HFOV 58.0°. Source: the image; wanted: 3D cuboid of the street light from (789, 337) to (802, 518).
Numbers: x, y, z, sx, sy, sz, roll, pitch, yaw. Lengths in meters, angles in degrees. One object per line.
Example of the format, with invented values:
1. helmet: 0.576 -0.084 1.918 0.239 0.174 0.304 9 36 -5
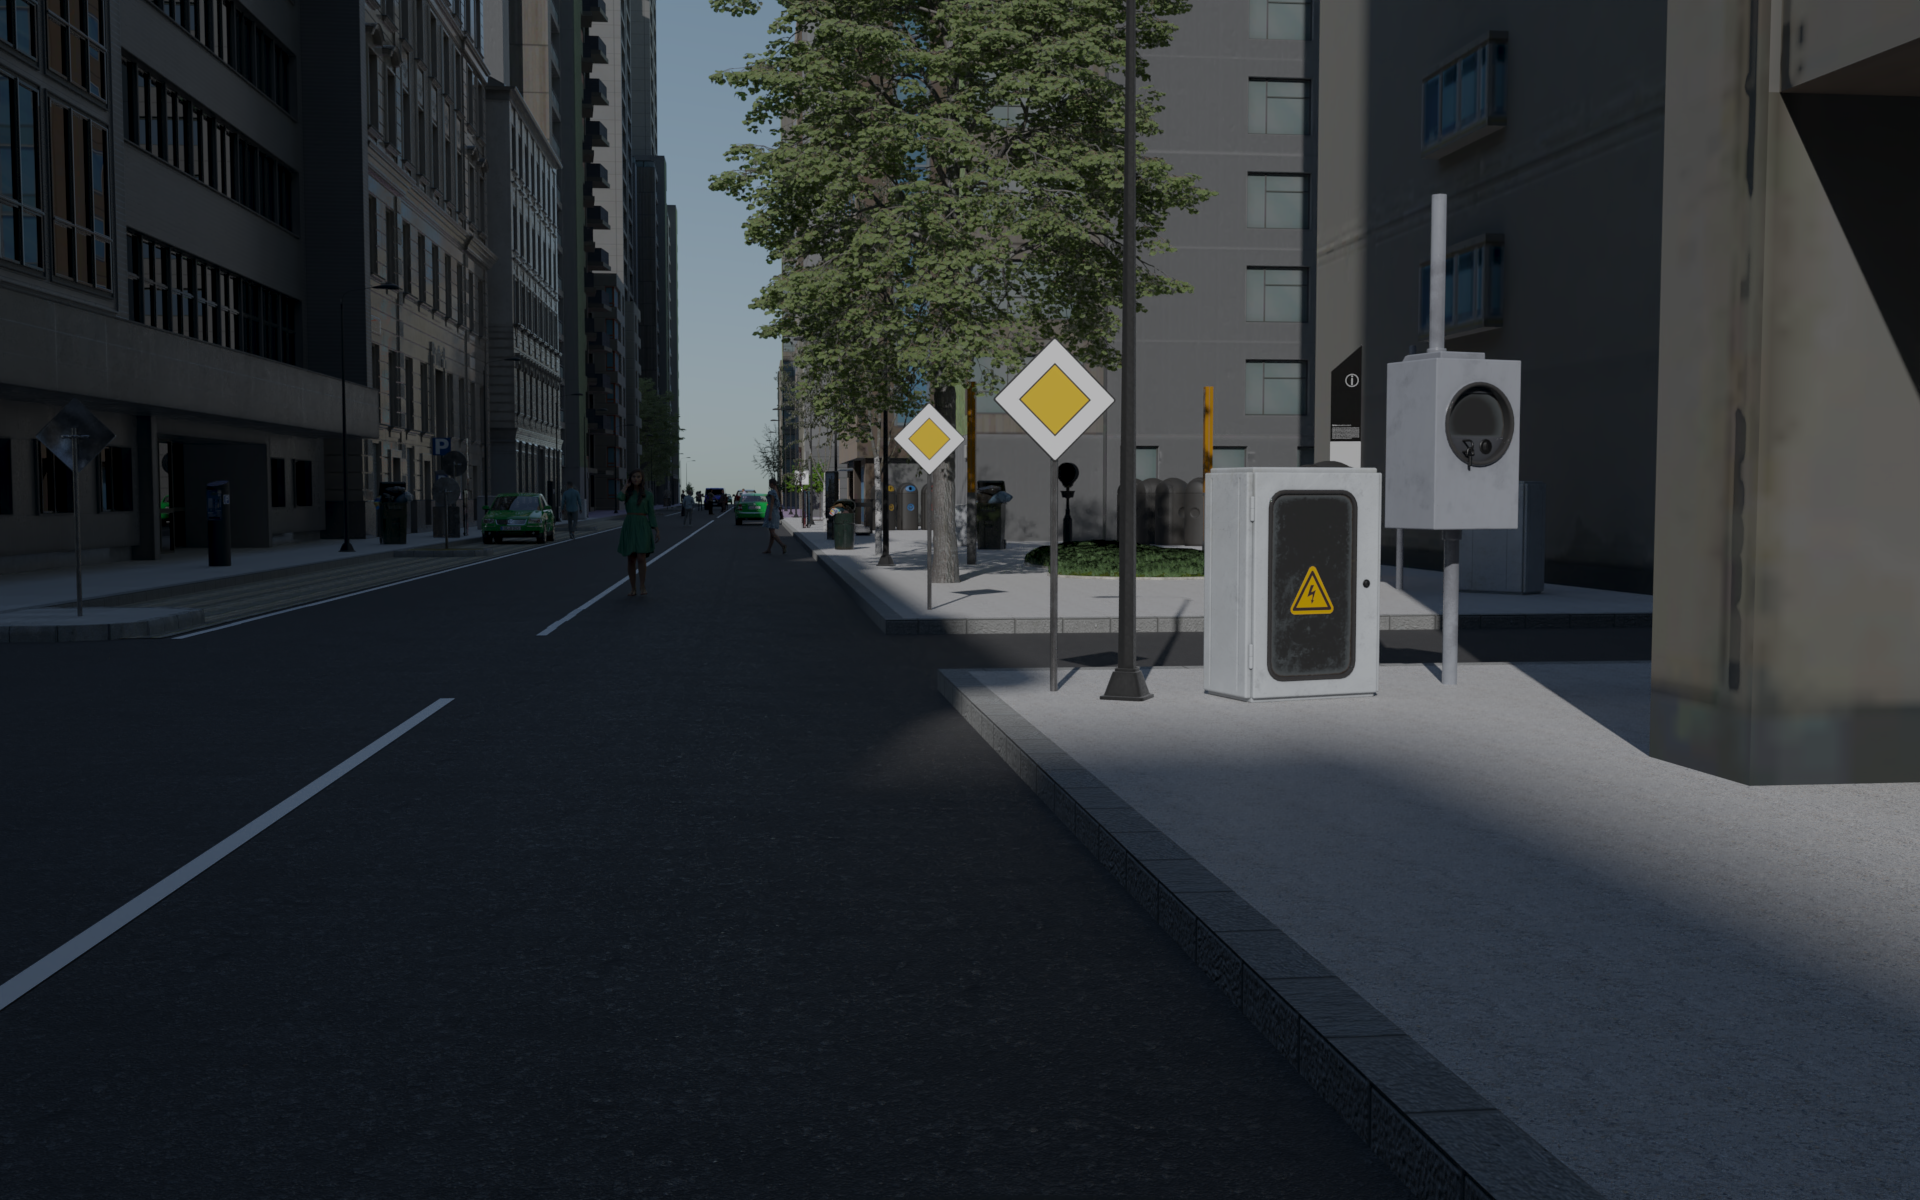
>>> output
1. street light: -4.223 -4.818 51.312 1.470 5.913 1.316 0 4 -7

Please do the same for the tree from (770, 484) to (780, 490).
1. tree: -14.756 -9.307 146.764 1.663 3.219 1.824 0 3 0

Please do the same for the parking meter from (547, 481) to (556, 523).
1. parking meter: -18.051 -4.332 76.547 0.255 1.863 0.399 1 4 10

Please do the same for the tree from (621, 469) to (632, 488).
1. tree: -24.869 -8.335 130.879 1.663 3.219 1.824 0 3 0

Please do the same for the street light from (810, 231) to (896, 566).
1. street light: -1.862 -3.558 30.723 1.470 5.913 1.316 0 4 -7

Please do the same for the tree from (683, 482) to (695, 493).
1. tree: -39.360 -15.678 250.934 1.663 3.219 1.824 0 3 0

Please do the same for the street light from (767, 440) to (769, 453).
1. street light: -11.084 -8.272 107.792 1.470 5.913 1.316 0 4 -7

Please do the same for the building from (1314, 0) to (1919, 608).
1. building: 18.109 -24.887 30.606 21.600 48.544 21.300 0 4 -7

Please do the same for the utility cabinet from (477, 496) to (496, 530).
1. utility cabinet: -16.898 -3.142 62.531 1.020 1.237 0.306 0 4 5

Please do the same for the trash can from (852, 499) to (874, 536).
1. trash can: -2.993 -2.555 53.433 0.748 1.137 0.748 0 3 0

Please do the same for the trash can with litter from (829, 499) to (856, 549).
1. trash can with litter: -2.751 -1.758 40.137 0.624 1.170 1.055 -1 4 -9

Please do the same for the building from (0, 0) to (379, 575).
1. building: -21.241 -13.010 31.781 14.314 24.678 30.058 0 4 -7

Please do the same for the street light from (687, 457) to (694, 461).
1. street light: -34.540 -14.994 217.685 1.470 5.913 1.316 0 4 -7

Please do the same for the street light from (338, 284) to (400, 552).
1. street light: -13.093 -4.028 38.393 1.470 5.913 1.316 0 4 -7

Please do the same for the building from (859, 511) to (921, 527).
1. building: 1.982 -25.954 74.456 14.600 45.320 14.200 0 4 -7

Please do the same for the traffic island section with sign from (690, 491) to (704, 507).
1. traffic island section with sign: -34.029 -13.272 225.624 1.989 1.847 2.006 0 4 -7

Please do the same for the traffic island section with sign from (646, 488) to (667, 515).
1. traffic island section with sign: -21.125 -6.660 117.514 1.989 1.847 2.006 0 4 -7

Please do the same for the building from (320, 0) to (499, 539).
1. building: -23.890 -16.049 59.657 12.463 27.353 25.104 0 4 -7

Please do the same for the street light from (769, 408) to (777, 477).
1. street light: -9.426 -7.410 93.696 1.470 5.913 1.316 0 4 -7

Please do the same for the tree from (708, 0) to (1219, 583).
1. tree: 0.061 -6.499 24.392 7.486 12.596 7.792 0 3 0

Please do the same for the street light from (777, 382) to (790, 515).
1. street light: -6.723 -6.076 71.885 1.470 5.913 1.316 0 4 -7

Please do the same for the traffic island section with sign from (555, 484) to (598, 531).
1. traffic island section with sign: -15.089 -3.574 67.060 1.989 1.847 2.006 0 4 -7

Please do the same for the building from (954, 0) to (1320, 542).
1. building: 6.422 -22.584 52.851 14.154 41.232 14.086 0 4 -7

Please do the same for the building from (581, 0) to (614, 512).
1. building: -35.864 -28.398 118.936 22.147 44.769 28.867 0 4 -7

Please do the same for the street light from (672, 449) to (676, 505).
1. street light: -29.575 -12.464 176.326 1.470 5.913 1.316 0 4 -7

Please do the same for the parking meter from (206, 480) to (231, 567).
1. parking meter: -13.164 -1.367 30.761 0.372 1.533 0.369 0 3 0

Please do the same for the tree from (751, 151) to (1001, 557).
1. tree: -1.496 -5.190 35.217 4.360 8.622 3.978 0 3 0

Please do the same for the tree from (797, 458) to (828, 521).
1. tree: -6.881 -5.437 83.489 1.663 3.219 1.824 0 3 0

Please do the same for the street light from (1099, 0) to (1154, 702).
1. street light: 0.510 -2.330 10.639 1.470 5.913 1.316 0 4 -7

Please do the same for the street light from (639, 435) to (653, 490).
1. street light: -24.701 -9.962 135.412 1.470 5.913 1.316 0 4 -7

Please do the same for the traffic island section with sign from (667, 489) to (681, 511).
1. traffic island section with sign: -24.316 -8.297 144.280 1.989 1.847 2.006 0 4 -7

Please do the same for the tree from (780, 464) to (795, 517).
1. tree: -8.938 -6.169 95.468 1.663 3.219 1.824 0 3 0

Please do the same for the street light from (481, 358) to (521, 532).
1. street light: -15.622 -5.289 59.017 1.470 5.913 1.316 0 4 -7

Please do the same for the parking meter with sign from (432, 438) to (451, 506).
1. parking meter with sign: -15.788 -3.455 52.743 0.543 3.016 1.738 -1 4 -15

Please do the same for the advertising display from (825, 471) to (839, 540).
1. advertising display: -3.591 -2.652 48.575 0.123 1.923 0.974 -1 4 -20

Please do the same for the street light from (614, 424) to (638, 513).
1. street light: -22.290 -8.703 114.828 1.470 5.913 1.316 0 4 -7

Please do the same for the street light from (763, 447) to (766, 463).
1. street light: -15.986 -10.790 148.949 1.470 5.913 1.316 0 4 -7

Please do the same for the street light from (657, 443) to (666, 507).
1. street light: -27.223 -11.220 155.982 1.470 5.913 1.316 0 4 -7

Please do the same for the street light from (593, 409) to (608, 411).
1. street light: -19.858 -7.444 94.247 1.470 5.913 1.316 0 4 -7

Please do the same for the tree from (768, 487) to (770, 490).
1. tree: -21.642 -12.662 201.617 1.663 3.219 1.824 0 3 0

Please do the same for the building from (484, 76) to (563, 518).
1. building: -24.738 -14.256 82.236 9.793 20.994 18.267 0 4 -7

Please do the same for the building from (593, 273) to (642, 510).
1. building: -42.276 -18.559 148.481 27.650 21.520 28.899 0 4 -7

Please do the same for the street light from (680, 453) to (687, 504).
1. street light: -32.118 -13.729 197.002 1.470 5.913 1.316 0 4 -7

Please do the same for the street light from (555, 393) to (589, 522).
1. street light: -18.010 -6.556 79.737 1.470 5.913 1.316 0 4 -7

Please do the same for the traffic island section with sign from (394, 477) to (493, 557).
1. traffic island section with sign: -11.865 -1.915 39.932 1.989 1.847 2.006 0 4 -7
